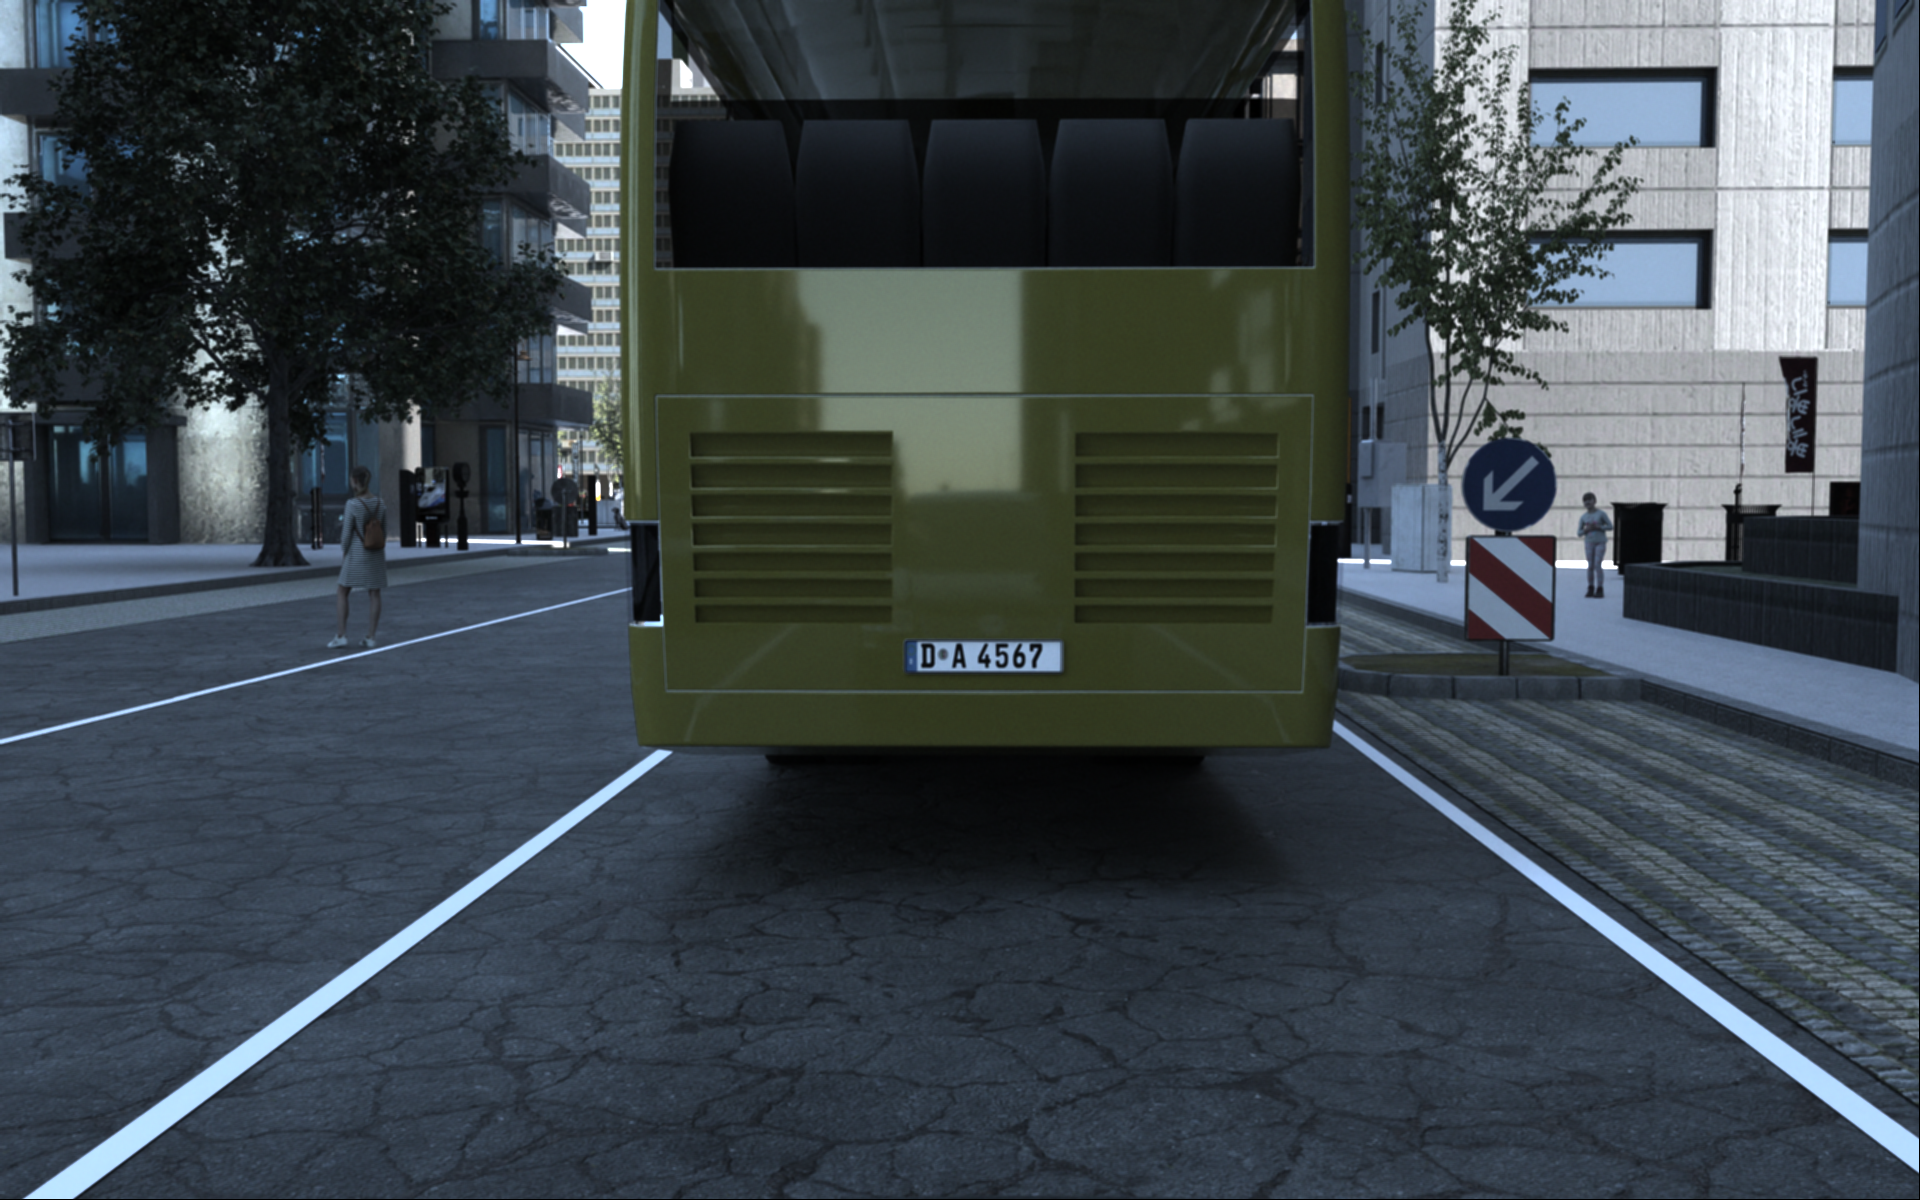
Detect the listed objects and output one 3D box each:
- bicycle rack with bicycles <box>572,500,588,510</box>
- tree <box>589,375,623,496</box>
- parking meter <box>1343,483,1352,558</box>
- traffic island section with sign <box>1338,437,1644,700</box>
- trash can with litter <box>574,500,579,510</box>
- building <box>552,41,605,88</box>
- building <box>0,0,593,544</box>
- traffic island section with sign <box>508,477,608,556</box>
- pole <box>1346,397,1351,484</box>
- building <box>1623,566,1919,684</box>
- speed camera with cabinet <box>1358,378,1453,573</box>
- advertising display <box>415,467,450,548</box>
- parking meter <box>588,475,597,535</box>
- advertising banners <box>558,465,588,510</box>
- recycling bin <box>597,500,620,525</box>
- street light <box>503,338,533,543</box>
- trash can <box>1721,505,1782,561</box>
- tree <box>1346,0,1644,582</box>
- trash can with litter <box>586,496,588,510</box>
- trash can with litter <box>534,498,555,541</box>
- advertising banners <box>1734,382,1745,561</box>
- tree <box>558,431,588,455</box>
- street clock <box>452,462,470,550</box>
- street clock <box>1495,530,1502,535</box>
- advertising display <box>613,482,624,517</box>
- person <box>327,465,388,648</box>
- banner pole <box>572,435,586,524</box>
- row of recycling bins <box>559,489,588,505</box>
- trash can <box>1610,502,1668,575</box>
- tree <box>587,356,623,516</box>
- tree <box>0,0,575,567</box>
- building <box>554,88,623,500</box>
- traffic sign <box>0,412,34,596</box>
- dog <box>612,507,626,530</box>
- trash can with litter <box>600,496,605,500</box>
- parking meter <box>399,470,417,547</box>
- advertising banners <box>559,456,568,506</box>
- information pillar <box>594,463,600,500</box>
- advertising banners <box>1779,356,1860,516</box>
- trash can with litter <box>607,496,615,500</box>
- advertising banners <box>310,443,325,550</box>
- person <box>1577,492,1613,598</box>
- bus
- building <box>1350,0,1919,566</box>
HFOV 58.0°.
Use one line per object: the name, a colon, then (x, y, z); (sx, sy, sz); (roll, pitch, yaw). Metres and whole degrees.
bicycle rack with bicycles: (-21.034, -5.296, 99.966); (2.925, 0.926, 2.852); (1, 4, 17)
tree: (-21.603, -9.651, 108.157); (4.737, 8.622, 4.395); (0, 3, 0)
parking meter: (7.706, -1.621, 34.921); (0.372, 1.533, 0.369); (0, 3, 0)
traffic island section with sign: (3.775, -0.264, 12.941); (1.989, 1.847, 2.006); (0, 4, 2)
trash can with litter: (-27.775, -6.812, 122.431); (2.233, 1.210, 1.678); (0, 4, 0)
building: (-57.081, -37.854, 208.151); (27.495, 52.752, 28.713); (0, 4, 2)
building: (-27.801, -26.514, 53.105); (30.456, 49.044, 23.786); (0, 4, 2)
traffic island section with sign: (-9.321, -1.947, 40.469); (1.989, 1.847, 2.006); (0, 4, 2)
pole: (8.157, -2.615, 36.603); (0.158, 3.312, 0.155); (0, 3, 0)
building: (16.150, -28.314, 4.933); (21.231, 58.520, 28.212); (0, 4, 2)
speed camera with cabinet: (7.438, -2.119, 28.988); (0.660, 3.252, 2.038); (-1, 4, -18)
advertising display: (-12.635, -2.219, 41.488); (0.974, 1.923, 0.123); (2, 4, 27)
parking meter: (-11.441, -2.948, 53.911); (0.255, 1.863, 0.399); (-1, 4, -11)
advertising banners: (-23.628, -6.660, 105.086); (2.074, 3.025, 0.090); (-2, 4, -28)
recycling bin: (-14.637, -3.645, 72.148); (0.722, 1.027, 0.722); (3, 5, 41)
street light: (-11.480, -4.408, 44.866); (0.468, 5.910, 1.993); (0, 4, 2)
trash can: (10.631, -0.712, 23.302); (0.748, 1.137, 0.748); (0, 3, 0)
tree: (7.122, -4.548, 24.727); (4.737, 8.622, 4.395); (0, 3, 0)
trash can with litter: (-27.113, -6.963, 125.230); (0.624, 1.170, 1.055); (0, 4, -8)
trash can with litter: (-11.490, -2.248, 48.140); (0.624, 1.170, 1.055); (-1, 4, -18)
advertising banners: (12.046, -1.869, 26.753); (0.090, 3.025, 2.074); (2, 4, 26)
tree: (-25.104, -9.258, 101.728); (4.737, 8.622, 4.395); (0, 3, 0)
street clock: (-11.329, -2.130, 39.404); (0.358, 2.002, 0.471); (0, 4, 8)
street clock: (9.418, -1.565, 30.160); (0.358, 2.002, 0.471); (1, 4, 17)
advertising display: (-18.649, -5.516, 95.404); (0.974, 1.923, 0.123); (1, 4, 21)
person: (-5.586, -0.410, 16.212); (0.522, 1.701, 0.512); (2, 4, 34)
banner pole: (-16.239, -5.117, 73.674); (0.863, 3.779, 0.401); (3, 5, 39)
row of recycling bins: (-32.171, -8.370, 143.961); (3.534, 1.692, 1.069); (3, 5, 39)
trash can: (10.288, -0.889, 26.182); (0.748, 1.137, 0.748); (0, 3, 0)
tree: (-17.994, -8.659, 91.941); (4.360, 8.622, 3.978); (0, 3, 0)
tree: (-12.075, -6.953, 30.695); (9.611, 12.733, 9.660); (0, 3, 0)
building: (-25.669, -28.573, 159.052); (32.217, 40.220, 23.993); (0, 4, 2)
traffic sign: (-11.911, -1.202, 21.787); (0.606, 2.300, 0.079); (1, 4, 9)
dog: (-11.864, -2.862, 61.173); (0.800, 0.831, 0.513); (0, 4, -5)
trash can with litter: (-27.535, -7.425, 132.780); (0.624, 1.170, 1.055); (-1, 4, -12)
parking meter: (-13.334, -2.210, 41.847); (0.255, 1.863, 0.399); (1, 4, 11)
advertising banners: (-18.224, -5.105, 79.651); (0.090, 3.025, 2.074); (-1, 4, -14)
information pillar: (-27.215, -8.467, 129.791); (0.183, 3.616, 0.504); (2, 4, 31)
advertising banners: (11.426, -1.592, 22.216); (2.074, 3.025, 0.090); (0, 4, -7)
trash can with litter: (-27.969, -7.840, 139.238); (1.678, 1.210, 2.233); (-3, 4, -37)
advertising banners: (-15.028, -2.714, 40.569); (0.090, 3.025, 2.074); (-1, 4, -12)
person: (7.880, -0.684, 21.498); (0.425, 1.301, 0.394); (1, 4, 23)
bus: (0.176, -1.251, 11.998); (2.896, 3.916, 12.252); (0, 4, 1)
building: (19.863, -30.758, 44.890); (21.231, 58.520, 28.212); (0, 4, 2)
